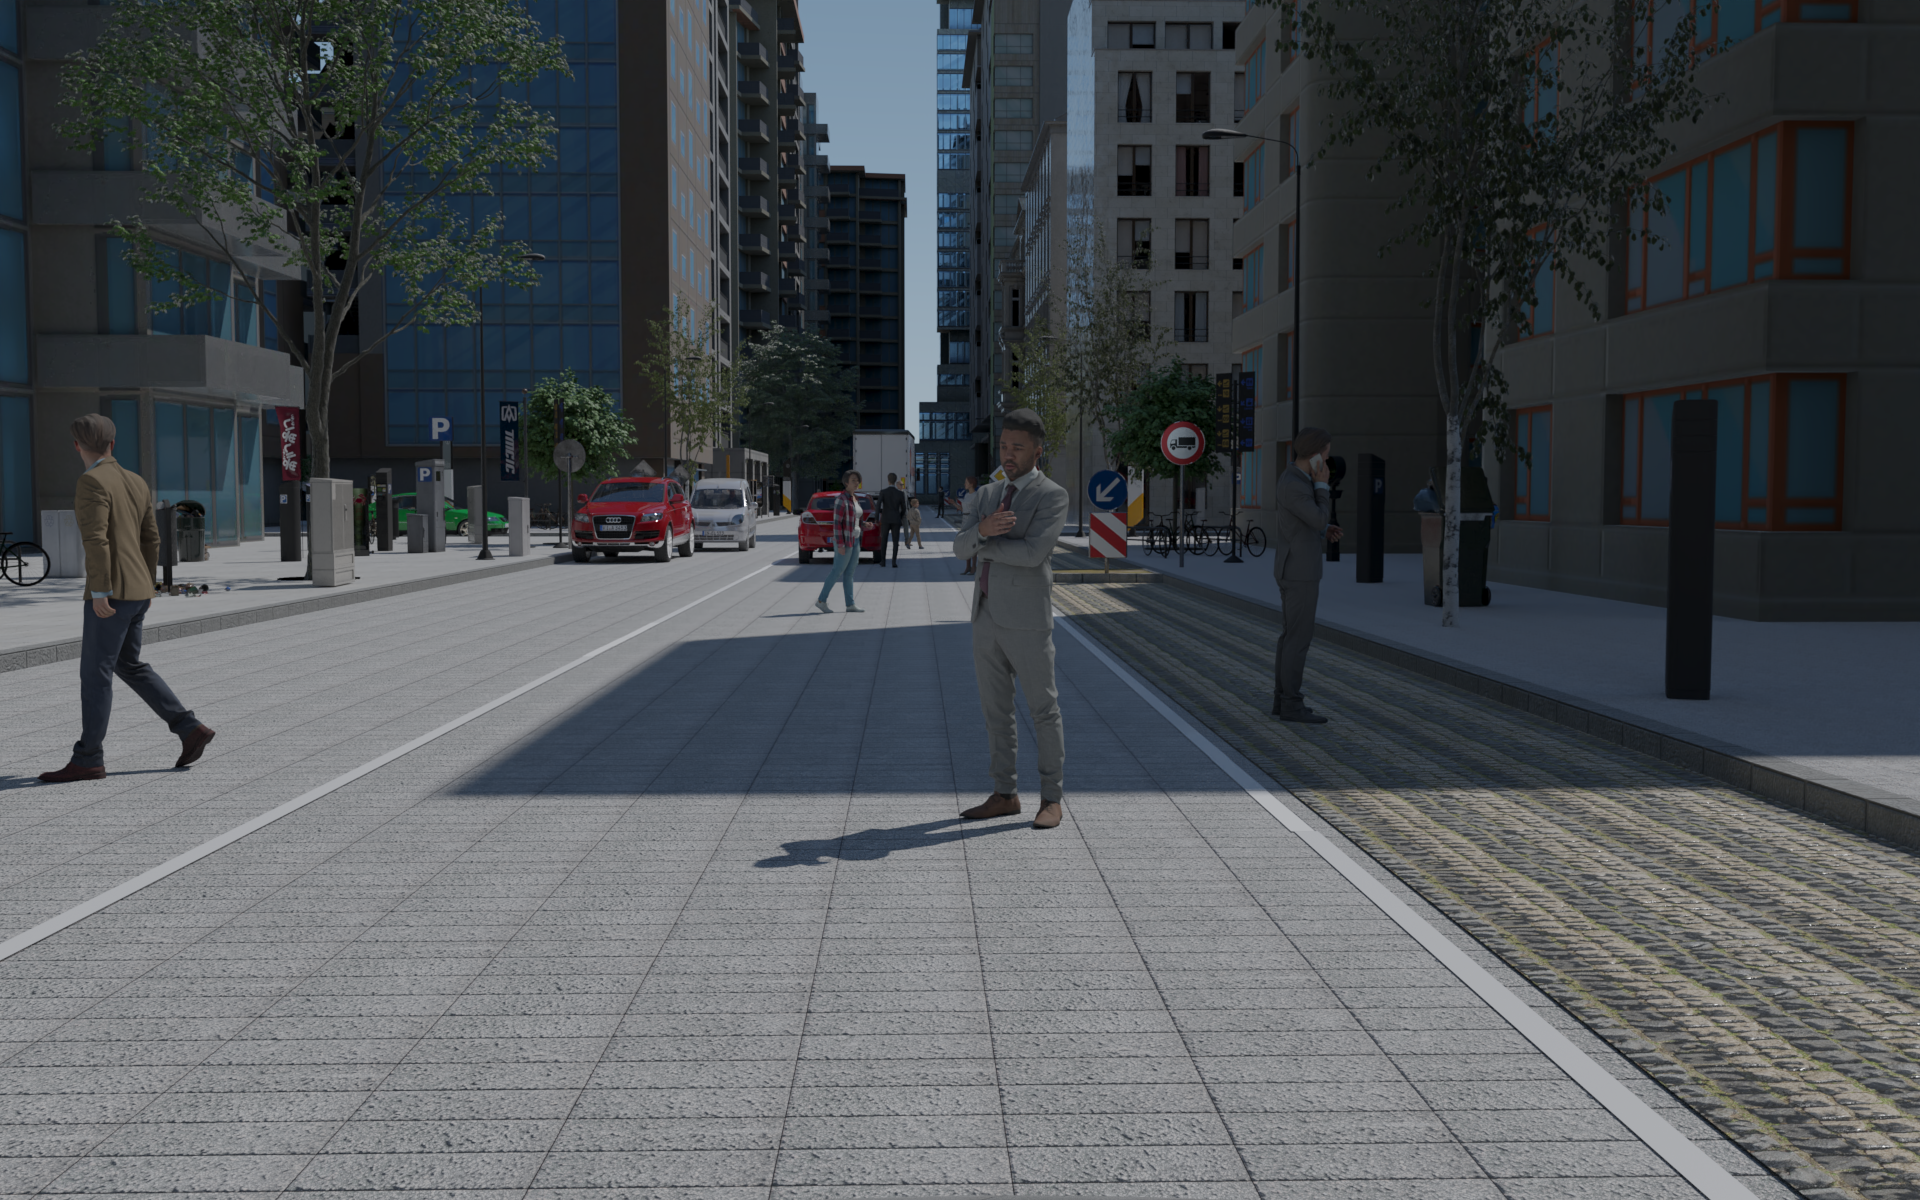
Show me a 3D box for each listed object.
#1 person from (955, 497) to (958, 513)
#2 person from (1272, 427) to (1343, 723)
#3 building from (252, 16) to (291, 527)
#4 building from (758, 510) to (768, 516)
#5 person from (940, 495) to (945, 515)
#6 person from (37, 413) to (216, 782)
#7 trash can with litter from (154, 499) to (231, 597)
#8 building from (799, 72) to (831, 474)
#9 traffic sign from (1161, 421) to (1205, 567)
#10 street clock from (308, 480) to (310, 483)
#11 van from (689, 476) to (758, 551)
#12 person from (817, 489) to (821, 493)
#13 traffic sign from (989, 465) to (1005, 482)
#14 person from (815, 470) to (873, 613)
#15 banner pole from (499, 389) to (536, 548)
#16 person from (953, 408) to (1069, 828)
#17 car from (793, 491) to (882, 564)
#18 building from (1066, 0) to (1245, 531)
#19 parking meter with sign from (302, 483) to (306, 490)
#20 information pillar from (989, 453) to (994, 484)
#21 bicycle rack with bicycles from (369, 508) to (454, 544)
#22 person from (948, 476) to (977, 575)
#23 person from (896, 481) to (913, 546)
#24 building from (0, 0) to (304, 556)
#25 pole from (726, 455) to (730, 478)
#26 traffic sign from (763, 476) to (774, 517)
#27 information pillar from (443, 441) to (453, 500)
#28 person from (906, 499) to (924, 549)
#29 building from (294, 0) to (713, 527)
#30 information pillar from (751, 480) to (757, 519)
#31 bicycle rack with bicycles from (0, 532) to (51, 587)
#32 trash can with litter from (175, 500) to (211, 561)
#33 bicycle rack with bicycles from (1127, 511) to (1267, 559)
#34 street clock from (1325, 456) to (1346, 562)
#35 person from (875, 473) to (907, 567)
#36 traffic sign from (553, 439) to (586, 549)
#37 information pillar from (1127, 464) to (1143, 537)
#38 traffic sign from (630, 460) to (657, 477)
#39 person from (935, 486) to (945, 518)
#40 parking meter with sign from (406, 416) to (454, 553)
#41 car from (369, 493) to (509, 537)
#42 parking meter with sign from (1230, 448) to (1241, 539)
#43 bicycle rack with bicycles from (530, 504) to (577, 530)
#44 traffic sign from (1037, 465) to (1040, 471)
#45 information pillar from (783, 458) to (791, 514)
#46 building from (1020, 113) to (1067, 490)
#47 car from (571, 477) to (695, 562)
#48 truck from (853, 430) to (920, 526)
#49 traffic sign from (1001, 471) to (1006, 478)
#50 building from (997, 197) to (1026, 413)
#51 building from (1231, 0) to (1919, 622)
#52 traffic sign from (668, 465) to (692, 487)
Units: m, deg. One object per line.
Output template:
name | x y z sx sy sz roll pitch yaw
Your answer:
person | -0.189 -7.013 127.851 0.352 1.250 0.332 0 4 6
person | 2.198 -0.161 10.938 0.447 1.846 0.655 0 4 2
building | -33.549 -25.371 64.932 14.200 45.320 14.600 0 4 -2
building | -21.883 -40.463 99.824 20.563 71.187 20.611 0 4 -2
person | -1.240 -6.522 115.227 0.391 1.810 0.635 -3 5 -42
person | -4.278 -0.027 8.845 0.836 1.842 0.656 -2 4 -32
trash can with litter | -10.288 -0.688 22.309 1.678 1.210 2.233 -2 4 -31
building | -30.134 -35.263 196.152 30.456 49.044 23.786 0 4 -2
traffic sign | 3.885 -1.845 30.265 0.768 2.556 0.104 0 4 3
street clock | -31.951 -4.952 85.530 0.471 2.002 0.358 2 4 35
van | -6.184 -2.300 44.620 2.013 2.044 4.112 0 4 -3
person | -10.208 -7.168 125.883 0.537 1.800 0.526 1 4 12
traffic sign | 1.389 -3.390 59.066 0.795 2.450 0.064 0 4 -2
person | -1.396 -0.711 20.961 0.643 1.720 0.563 1 4 22
banner pole | -10.531 -3.126 41.131 0.863 3.779 0.401 -2 4 -35
person | 0.209 0.071 7.525 0.511 1.800 0.466 2 4 26
car | -2.531 -1.721 37.172 2.155 1.783 4.494 0 4 -3
building | 12.853 -12.850 64.848 16.860 20.320 10.420 0 4 -2
parking meter with sign | -44.517 -7.451 118.084 1.738 3.016 0.543 0 4 -4
information pillar | 1.798 -6.596 99.202 0.183 3.616 0.504 2 4 24
bicycle rack with bicycles | -14.416 -1.924 44.841 2.852 0.926 2.925 -1 4 -15
person | 0.099 -1.320 30.647 0.524 1.755 0.480 -2 4 -32
person | -1.589 -2.396 47.852 0.661 1.801 0.590 -3 5 -40
building | -31.489 -25.467 35.993 30.456 49.044 23.786 0 4 -2
pole | -12.082 -5.898 90.270 0.158 3.312 0.155 0 3 0
traffic sign | -10.648 -5.758 96.275 0.606 2.300 0.079 0 4 7
information pillar | -17.389 -4.124 58.782 0.504 3.616 0.183 2 4 33
person | -1.191 -1.966 44.919 0.475 1.303 0.640 2 4 35
building | -18.407 -25.895 73.491 14.600 45.320 14.200 0 4 -2
information pillar | -10.775 -5.237 90.117 0.304 2.012 0.304 2 4 32
bicycle rack with bicycles | -14.122 -0.645 23.931 2.925 0.926 2.852 -1 4 -10
trash can with litter | -14.665 -1.322 33.006 0.624 1.170 1.055 -1 4 -14
bicycle rack with bicycles | 4.601 -1.373 35.830 2.852 0.926 2.925 -1 4 -23
street clock | 7.097 -1.732 32.896 0.358 2.002 0.471 -1 4 -22
person | -1.383 -1.569 33.930 0.659 1.850 0.755 -1 4 -11
traffic sign | -9.114 -2.465 40.403 0.768 2.556 0.104 0 4 3
information pillar | 5.231 -3.690 51.690 0.504 3.616 0.183 2 4 32
traffic sign | -9.284 -2.885 50.808 0.795 2.450 0.064 0 4 -2
person | -1.179 -5.834 103.241 0.474 1.900 0.648 -2 4 -30
parking meter with sign | -11.695 -2.562 38.152 0.543 3.016 1.738 0 4 3
car | -16.252 -2.711 53.113 4.718 1.807 1.959 0 4 -2
parking meter with sign | 7.779 -3.167 48.048 0.543 3.016 1.738 1 4 18
bicycle rack with bicycles | -14.968 -3.022 62.797 2.925 0.926 2.852 2 4 30
traffic sign | 2.815 -4.237 69.381 0.768 2.556 0.104 0 3 0
information pillar | -10.973 -7.250 109.895 0.504 3.616 0.183 1 4 11
building | 8.543 -14.716 89.754 9.793 20.994 18.267 0 4 -2
car | -7.096 -1.792 37.974 2.281 1.827 5.304 0 4 0
truck | -3.408 -5.638 81.094 2.839 4.237 11.283 0 4 0
traffic sign | 1.607 -2.902 51.084 0.795 2.450 0.064 0 4 -2
building | 9.810 -18.222 117.006 14.460 24.649 34.723 0 4 -2
building | 21.428 -11.404 31.491 27.650 21.520 28.899 0 4 -2
traffic sign | -9.502 -3.373 58.790 0.795 2.450 0.064 0 4 -2
